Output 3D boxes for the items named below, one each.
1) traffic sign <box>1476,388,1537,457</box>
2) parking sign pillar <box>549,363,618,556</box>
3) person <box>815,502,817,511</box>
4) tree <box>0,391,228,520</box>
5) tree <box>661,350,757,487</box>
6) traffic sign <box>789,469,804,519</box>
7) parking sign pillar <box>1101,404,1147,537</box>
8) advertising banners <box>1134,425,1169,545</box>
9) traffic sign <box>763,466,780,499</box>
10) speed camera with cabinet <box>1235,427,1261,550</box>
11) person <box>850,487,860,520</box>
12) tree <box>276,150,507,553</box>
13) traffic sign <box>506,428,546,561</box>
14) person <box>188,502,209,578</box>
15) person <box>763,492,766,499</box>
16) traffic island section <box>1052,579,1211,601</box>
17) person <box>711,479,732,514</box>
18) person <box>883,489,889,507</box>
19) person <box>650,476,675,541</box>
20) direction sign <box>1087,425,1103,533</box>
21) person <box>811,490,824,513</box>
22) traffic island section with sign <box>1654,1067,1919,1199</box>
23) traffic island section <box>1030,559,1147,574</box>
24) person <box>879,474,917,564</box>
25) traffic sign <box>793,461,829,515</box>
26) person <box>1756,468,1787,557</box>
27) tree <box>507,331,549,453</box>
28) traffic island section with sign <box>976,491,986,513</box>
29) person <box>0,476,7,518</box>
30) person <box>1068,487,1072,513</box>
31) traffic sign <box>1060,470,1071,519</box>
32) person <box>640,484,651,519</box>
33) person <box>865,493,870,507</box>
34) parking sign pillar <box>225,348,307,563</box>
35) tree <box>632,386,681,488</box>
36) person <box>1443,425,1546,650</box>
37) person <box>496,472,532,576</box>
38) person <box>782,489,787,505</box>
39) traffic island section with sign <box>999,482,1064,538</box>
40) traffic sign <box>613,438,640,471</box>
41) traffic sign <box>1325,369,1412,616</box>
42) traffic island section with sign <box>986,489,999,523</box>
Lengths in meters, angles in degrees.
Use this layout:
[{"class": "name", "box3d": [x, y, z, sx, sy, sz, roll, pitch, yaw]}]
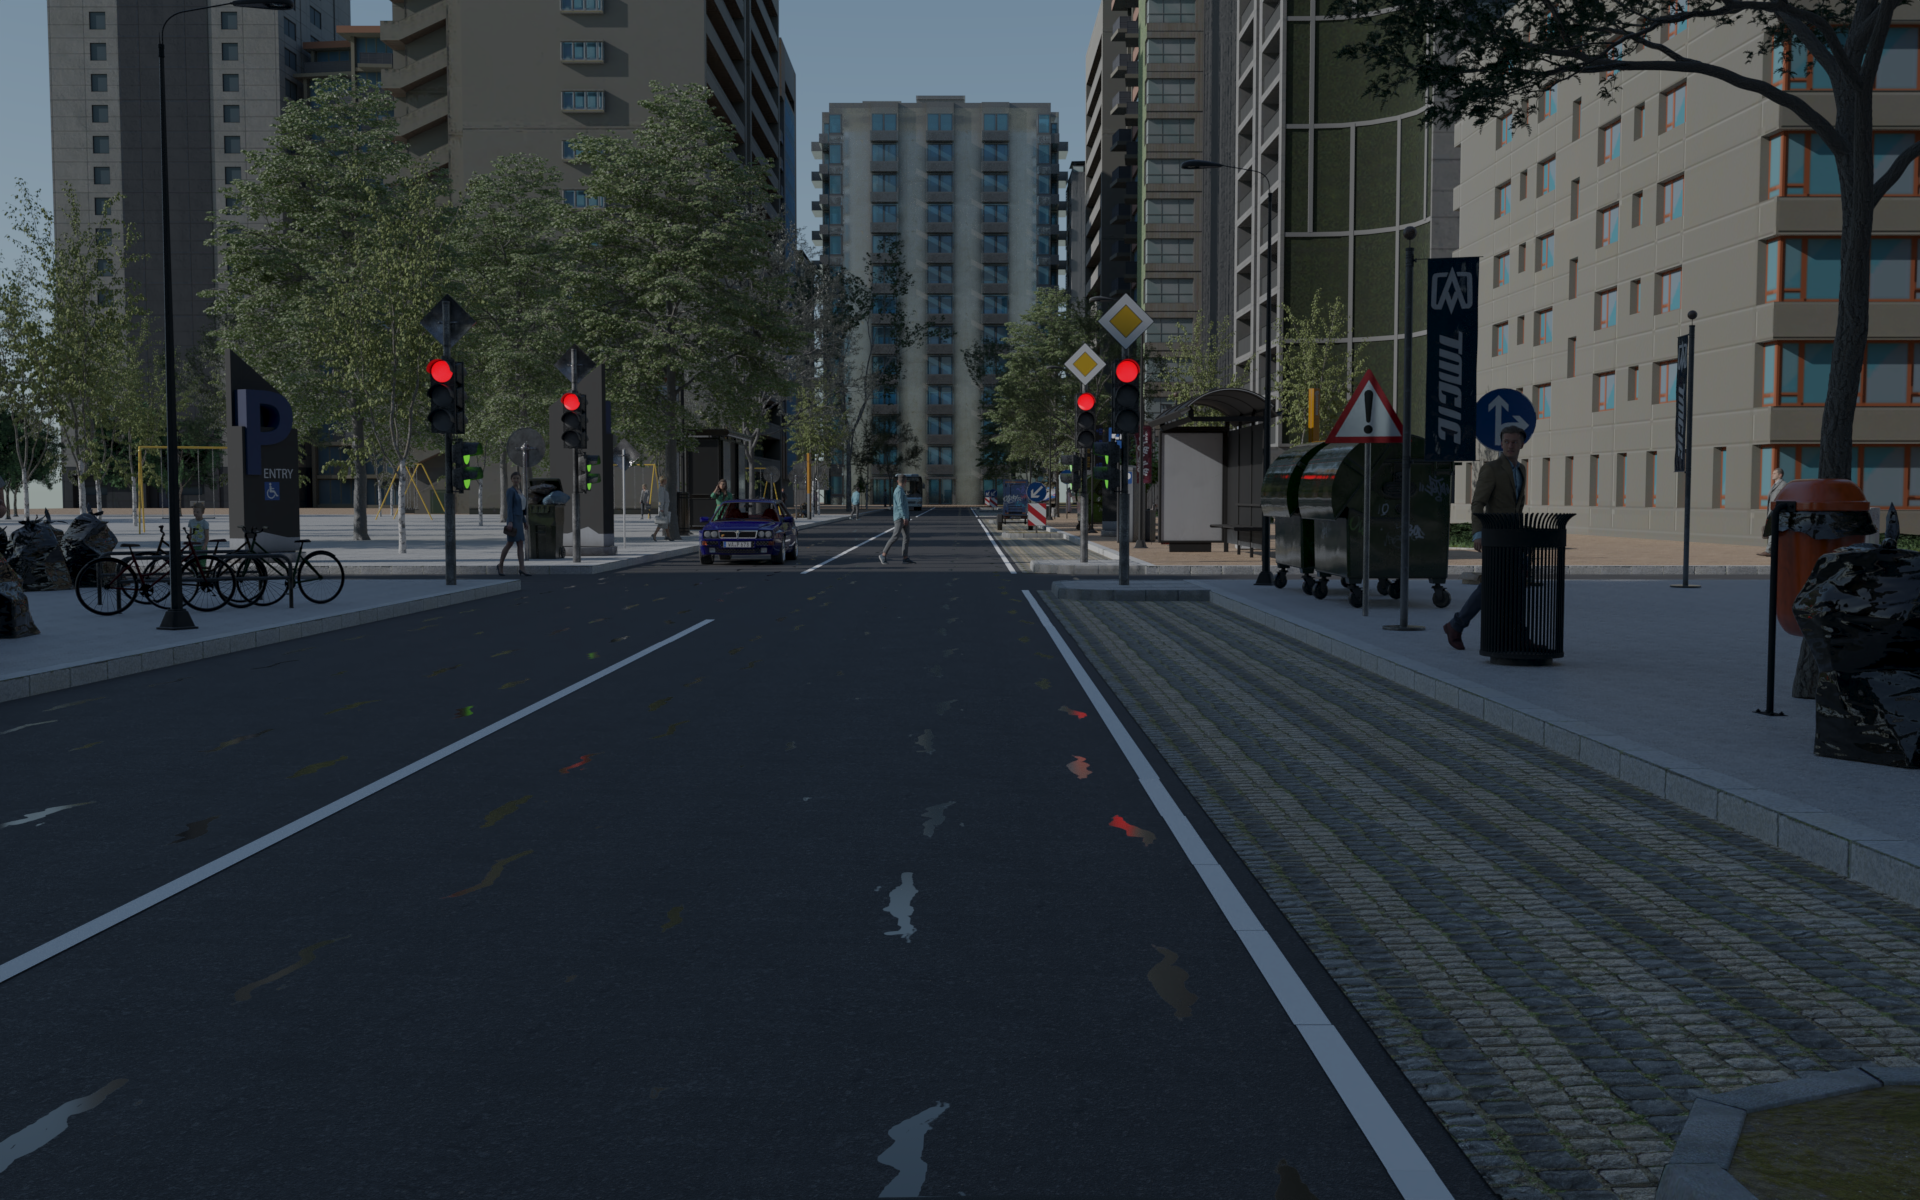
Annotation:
[{"class": "traffic sign", "box3d": [6.544, -1.274, 20.929, 0.768, 2.556, 0.104, 0, 4, 6]}, {"class": "parking sign pillar", "box3d": [-7.916, -2.921, 36.224, 1.447, 3.967, 1.447, 1, 4, 21]}, {"class": "person", "box3d": [-10.905, -7.667, 131.358, 0.705, 1.831, 1.348, 0, 4, -2]}, {"class": "tree", "box3d": [-51.423, -8.414, 100.474, 20.602, 7.101, 11.467, 0, 4, 0]}, {"class": "tree", "box3d": [-11.750, -8.146, 83.557, 4.360, 8.622, 3.978, 0, 3, 0]}, {"class": "traffic sign", "box3d": [-8.270, -5.340, 87.409, 0.768, 2.556, 0.104, 0, 4, 3]}, {"class": "parking sign pillar", "box3d": [4.978, -3.904, 52.295, 1.447, 3.967, 1.447, 2, 4, 27]}, {"class": "advertising banners", "box3d": [5.371, -2.920, 43.922, 2.074, 3.025, 0.090, 0, 4, -6]}, {"class": "traffic sign", "box3d": [-8.516, -4.785, 78.344, 0.768, 2.556, 0.104, 0, 4, 5]}, {"class": "speed camera with cabinet", "box3d": [6.733, -2.822, 40.474, 0.660, 3.252, 2.038, 0, 4, 6]}, {"class": "person", "box3d": [-5.749, -5.286, 94.951, 0.660, 1.820, 0.620, 3, 5, 40]}, {"class": "tree", "box3d": [-12.176, -5.329, 37.485, 4.737, 8.622, 4.395, 0, 3, 0]}, {"class": "traffic sign", "box3d": [-8.330, -2.026, 33.232, 0.768, 2.556, 0.104, 0, 4, 4]}, {"class": "person", "box3d": [-11.616, -0.837, 26.436, 0.306, 1.304, 0.590, -1, 4, -22]}, {"class": "person", "box3d": [-13.951, -7.012, 123.943, 0.557, 1.426, 1.065, -1, 4, -11]}, {"class": "traffic island section", "box3d": [2.337, -0.132, 24.444, 2.009, 0.180, 2.903, 0, 3, 0]}, {"class": "person", "box3d": [-5.826, -2.073, 42.634, 0.600, 1.795, 0.529, 0, 4, -8]}, {"class": "person", "box3d": [-7.302, -10.050, 170.438, 0.705, 1.814, 1.350, 1, 4, 20]}, {"class": "person", "box3d": [-8.076, -2.480, 46.941, 0.624, 1.780, 0.694, 0, 4, -3]}, {"class": "direction sign", "box3d": [4.332, -3.953, 56.629, 0.876, 3.537, 0.379, -3, 4, -37]}, {"class": "person", "box3d": [-9.800, -6.784, 117.649, 1.217, 1.739, 0.721, 0, 4, -1]}, {"class": "traffic island section with sign", "box3d": [2.319, 0.355, 2.832, 1.989, 1.847, 2.006, 0, 3, 0]}, {"class": "traffic island section", "box3d": [2.346, -0.621, 32.429, 2.009, 0.180, 2.903, 0, 3, 0]}, {"class": "person", "box3d": [-1.268, -1.660, 35.502, 0.748, 1.841, 0.638, 1, 4, 12]}, {"class": "traffic sign", "box3d": [-9.157, -6.875, 106.277, 2.265, 3.308, 0.079, 1, 4, 8]}, {"class": "person", "box3d": [16.639, -1.786, 35.354, 0.767, 1.812, 0.694, 0, 4, 8]}, {"class": "tree", "box3d": [-19.282, -7.262, 69.099, 4.737, 8.622, 4.395, 0, 3, 0]}, {"class": "traffic island section with sign", "box3d": [2.471, -7.699, 134.506, 1.989, 1.847, 2.006, 0, 3, 0]}, {"class": "person", "box3d": [-7.445, -0.394, 12.840, 0.716, 1.782, 0.532, -3, 4, -37]}, {"class": "person", "box3d": [7.212, -6.588, 114.430, 0.621, 1.740, 0.551, -3, 5, -41]}, {"class": "traffic sign", "box3d": [5.571, -5.505, 90.118, 0.768, 2.556, 0.104, 0, 4, 5]}, {"class": "person", "box3d": [-15.830, -4.967, 87.431, 0.709, 1.800, 0.728, 3, 4, 36]}, {"class": "person", "box3d": [-8.922, -9.809, 167.131, 0.721, 1.735, 1.217, 1, 4, 18]}, {"class": "parking sign pillar", "box3d": [-13.143, -2.704, 32.679, 1.447, 3.967, 1.447, 2, 4, 27]}, {"class": "tree", "box3d": [-17.827, -9.333, 102.962, 4.737, 8.622, 4.395, 0, 3, 0]}, {"class": "person", "box3d": [4.399, -0.504, 14.187, 0.836, 1.842, 0.656, 1, 4, 19]}, {"class": "person", "box3d": [-7.799, -1.331, 30.282, 0.654, 1.822, 0.581, 2, 4, 29]}, {"class": "person", "box3d": [-15.840, -9.110, 155.545, 0.434, 1.755, 0.990, 2, 4, 35]}, {"class": "traffic island section with sign", "box3d": [2.386, -2.960, 57.028, 1.989, 1.847, 2.006, 0, 3, 0]}, {"class": "traffic sign", "box3d": [-7.923, -2.512, 40.812, 0.795, 2.593, 0.064, 0, 4, 6]}, {"class": "traffic sign", "box3d": [4.259, -1.108, 18.120, 0.884, 2.594, 0.081, 1, 4, 9]}, {"class": "traffic island section with sign", "box3d": [2.413, -4.646, 84.584, 1.989, 1.847, 2.006, 0, 3, 0]}]
